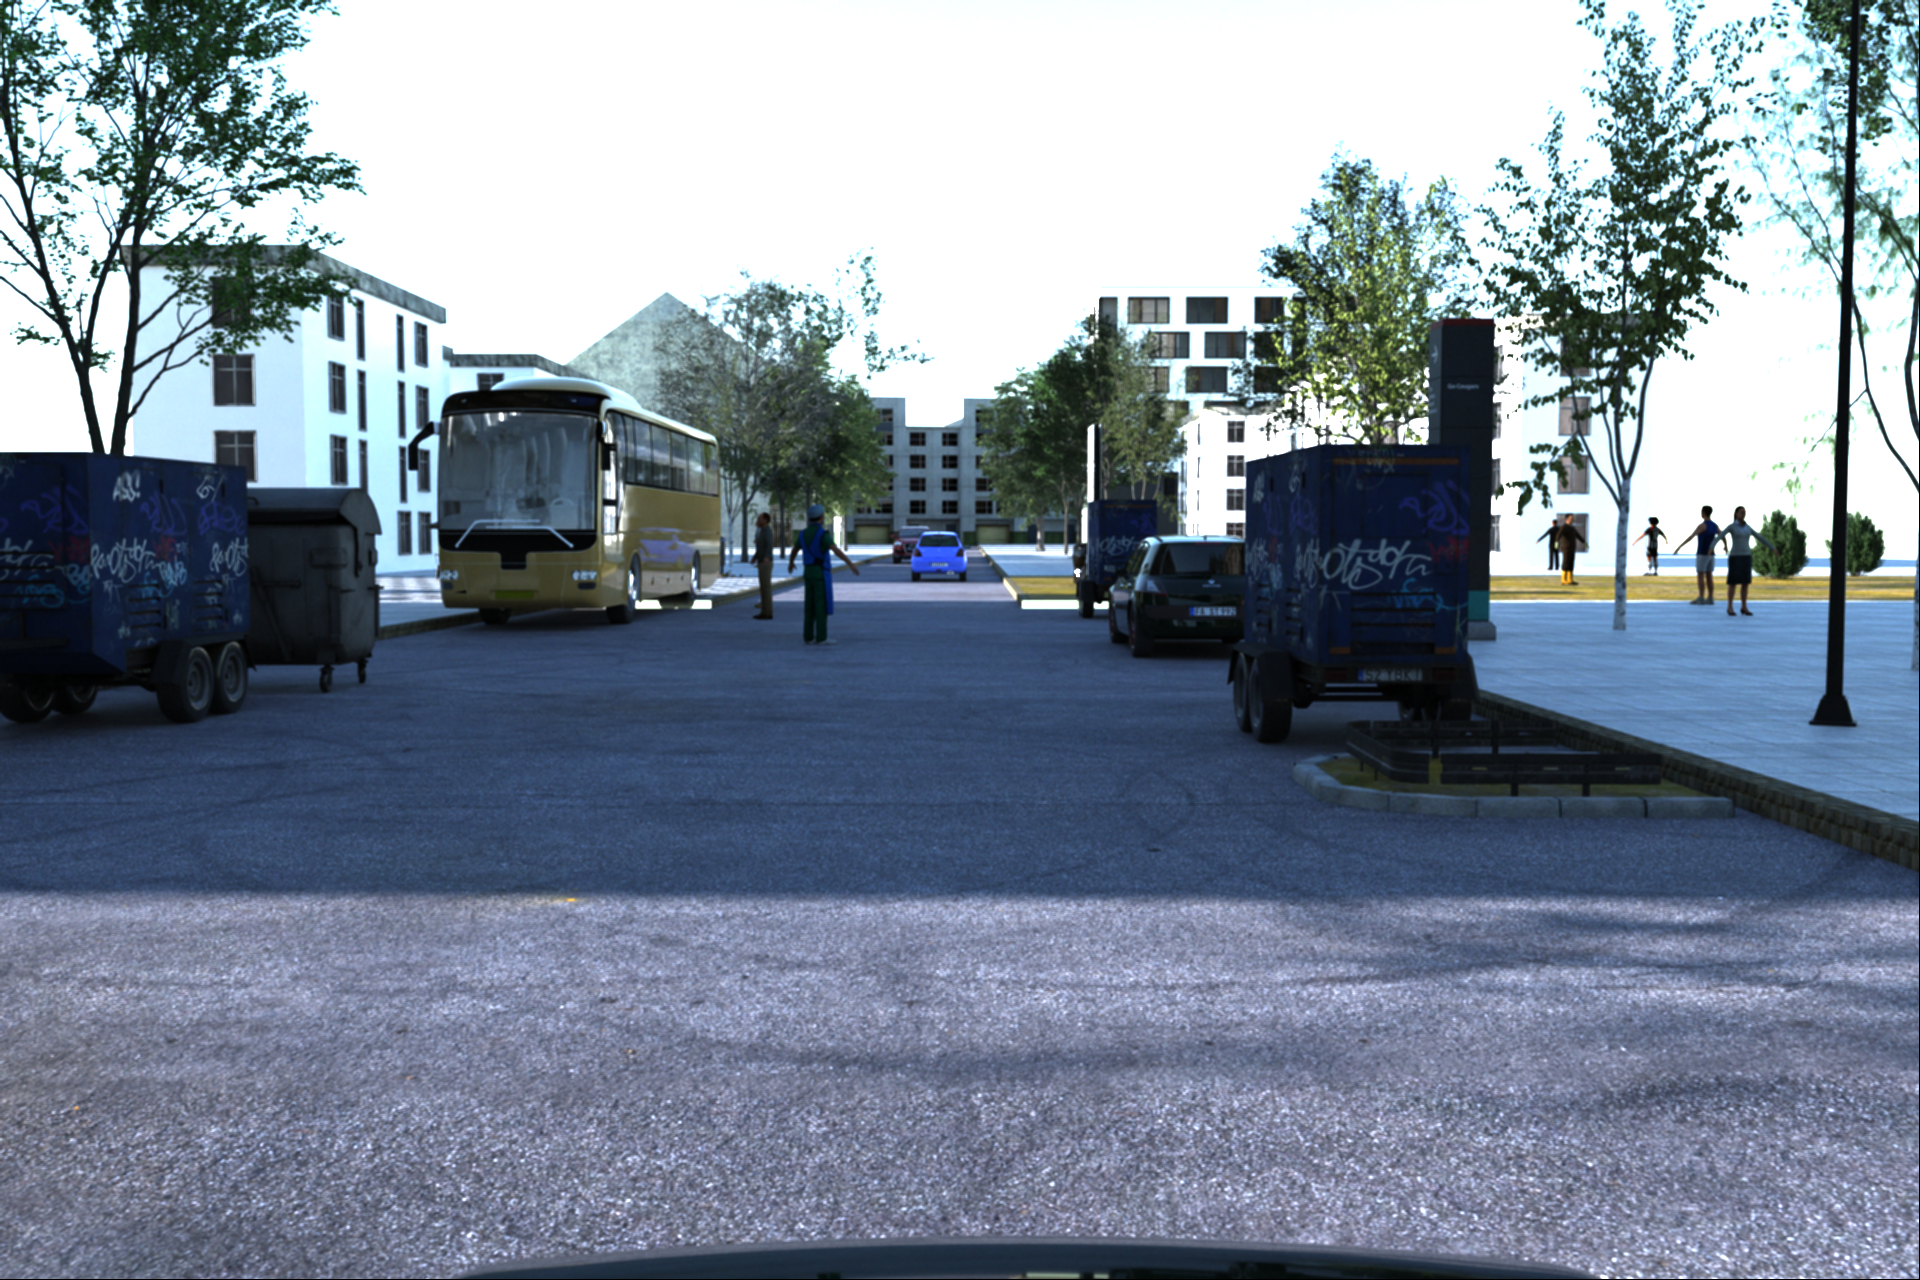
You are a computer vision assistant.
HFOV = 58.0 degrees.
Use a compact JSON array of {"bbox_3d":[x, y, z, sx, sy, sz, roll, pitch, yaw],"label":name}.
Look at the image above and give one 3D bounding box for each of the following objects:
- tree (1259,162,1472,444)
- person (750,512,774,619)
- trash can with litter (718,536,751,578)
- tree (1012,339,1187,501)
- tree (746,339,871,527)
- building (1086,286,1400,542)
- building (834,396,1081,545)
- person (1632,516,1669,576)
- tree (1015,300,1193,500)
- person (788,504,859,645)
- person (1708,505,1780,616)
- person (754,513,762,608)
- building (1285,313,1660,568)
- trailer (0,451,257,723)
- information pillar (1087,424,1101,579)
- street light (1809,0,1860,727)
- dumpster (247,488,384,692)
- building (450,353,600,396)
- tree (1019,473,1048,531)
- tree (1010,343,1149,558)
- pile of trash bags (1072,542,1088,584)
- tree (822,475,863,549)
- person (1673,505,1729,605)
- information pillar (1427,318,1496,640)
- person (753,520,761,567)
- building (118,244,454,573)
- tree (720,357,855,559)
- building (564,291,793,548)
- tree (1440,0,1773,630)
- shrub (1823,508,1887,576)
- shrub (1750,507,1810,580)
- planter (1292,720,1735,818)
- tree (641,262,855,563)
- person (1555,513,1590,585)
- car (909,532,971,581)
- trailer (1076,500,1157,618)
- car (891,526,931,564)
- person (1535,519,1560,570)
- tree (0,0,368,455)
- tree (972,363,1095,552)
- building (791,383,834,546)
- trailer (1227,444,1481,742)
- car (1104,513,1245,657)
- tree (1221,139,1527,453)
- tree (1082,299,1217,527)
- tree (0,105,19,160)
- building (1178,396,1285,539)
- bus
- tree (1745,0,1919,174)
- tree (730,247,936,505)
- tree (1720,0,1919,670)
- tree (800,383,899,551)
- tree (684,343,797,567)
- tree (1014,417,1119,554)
[{"bbox_3d":[8.222,-5.110,33.914,4.737,8.622,4.395,0,3,0],"label":"tree"},{"bbox_3d":[-3.315,-1.253,29.220,0.705,1.796,1.348,-1,4,-16],"label":"person"},{"bbox_3d":[-6.974,-2.488,51.735,1.678,1.210,2.233,0,4,1],"label":"trash can with litter"},{"bbox_3d":[6.366,-8.912,80.121,8.767,10.594,7.601,1,4,10],"label":"tree"},{"bbox_3d":[-8.826,-11.159,100.580,7.486,12.596,7.792,0,3,0],"label":"tree"},{"bbox_3d":[25.432,-19.278,159.171,27.936,21.610,32.646,0,4,0],"label":"building"},{"bbox_3d":[-1.000,-22.132,230.768,31.486,18.905,16.747,-1,4,-9],"label":"building"},{"bbox_3d":[21.360,-2.894,53.465,1.345,1.843,0.704,-1,4,-18],"label":"person"},{"bbox_3d":[5.740,-8.291,69.966,7.601,10.594,8.767,-1,4,-12],"label":"tree"},{"bbox_3d":[-1.840,-0.854,22.549,1.347,1.817,0.704,3,5,45],"label":"person"},{"bbox_3d":[12.330,-1.251,27.289,1.217,1.735,0.721,-1,4,-9],"label":"person"},{"bbox_3d":[-3.856,-1.558,33.791,0.705,1.847,1.347,-1,4,-10],"label":"person"},{"bbox_3d":[21.978,-8.420,79.822,9.099,9.664,28.070,0,3,0],"label":"building"},{"bbox_3d":[-6.499,-0.348,12.739,1.471,1.999,3.904,0,3,0],"label":"trailer"},{"bbox_3d":[2.924,-2.838,37.711,0.184,3.620,1.656,0,3,0],"label":"information pillar"},{"bbox_3d":[6.447,-2.384,11.521,1.470,5.913,1.316,0,3,0],"label":"street light"},{"bbox_3d":[-6.446,-0.482,16.092,1.865,1.857,1.264,0,3,0],"label":"dumpster"},{"bbox_3d":[-24.189,-9.325,94.616,9.099,9.664,28.070,0,3,0],"label":"building"},{"bbox_3d":[6.215,-11.598,139.985,4.737,8.622,4.395,0,3,0],"label":"tree"},{"bbox_3d":[6.377,-10.169,92.022,9.928,11.665,9.643,0,3,0],"label":"tree"},{"bbox_3d":[3.860,-2.152,44.933,1.912,1.369,3.447,0,4,1],"label":"pile of trash bags"},{"bbox_3d":[-9.503,-11.343,135.820,4.360,8.622,3.978,0,3,0],"label":"tree"},{"bbox_3d":[13.555,-1.552,31.539,1.345,1.807,0.704,-2,4,-26],"label":"person"},{"bbox_3d":[6.089,-1.942,21.132,0.750,3.857,0.750,0,4,1],"label":"information pillar"},{"bbox_3d":[-7.780,-3.722,66.707,0.705,1.847,1.347,-1,4,-12],"label":"person"},{"bbox_3d":[-23.571,-7.474,64.346,9.099,9.664,28.070,0,4,0],"label":"building"},{"bbox_3d":[-9.068,-9.536,90.322,8.767,10.594,7.601,2,4,28],"label":"tree"},{"bbox_3d":[-26.347,-20.493,165.983,19.493,23.208,18.063,0,4,1],"label":"building"},{"bbox_3d":[8.833,-4.457,23.237,4.737,8.622,4.395,0,3,0],"label":"tree"},{"bbox_3d":[27.213,-2.972,52.641,1.661,2.075,1.752,0,3,0],"label":"shrub"},{"bbox_3d":[23.035,-2.734,48.740,1.661,2.075,1.752,0,3,0],"label":"shrub"},{"bbox_3d":[2.935,0.697,9.747,1.991,0.319,1.994,0,4,1],"label":"planter"},{"bbox_3d":[-9.586,-10.217,77.419,12.009,13.543,11.850,0,3,0],"label":"tree"},{"bbox_3d":[15.410,-2.301,43.756,1.346,1.812,0.704,-3,4,-36],"label":"person"},{"bbox_3d":[-0.636,-2.698,53.706,1.945,1.707,3.694,0,4,0],"label":"car"},{"bbox_3d":[2.786,-1.440,30.601,1.471,1.999,3.904,0,4,0],"label":"trailer"},{"bbox_3d":[-2.228,-4.681,85.215,2.281,1.827,5.304,0,3,0],"label":"car"},{"bbox_3d":[21.061,-3.376,61.430,1.346,1.802,0.704,-1,4,-13],"label":"person"},{"bbox_3d":[-12.986,-6.139,26.130,9.928,11.665,9.643,0,3,0],"label":"tree"},{"bbox_3d":[5.770,-13.406,125.839,9.857,13.997,8.962,0,3,0],"label":"tree"},{"bbox_3d":[-24.219,-20.627,203.709,16.747,18.905,31.486,0,4,-1],"label":"building"},{"bbox_3d":[2.731,-0.360,12.939,1.471,1.999,3.904,0,4,-1],"label":"trailer"},{"bbox_3d":[2.840,-0.719,21.551,2.009,1.686,4.222,0,4,0],"label":"car"},{"bbox_3d":[9.799,-6.556,41.607,7.601,10.594,8.767,0,4,5],"label":"tree"},{"bbox_3d":[5.629,-6.368,54.477,4.360,8.622,3.978,0,3,0],"label":"tree"},{"bbox_3d":[-12.270,-4.124,17.783,4.737,8.622,4.395,0,3,0],"label":"tree"},{"bbox_3d":[20.505,-10.514,114.048,9.099,9.664,28.070,0,4,0],"label":"building"},{"bbox_3d":[-6.401,-2.403,30.844,2.896,3.916,12.252,0,4,1],"label":"bus"},{"bbox_3d":[24.759,-11.210,39.171,12.611,20.169,13.585,0,3,0],"label":"tree"},{"bbox_3d":[-8.318,-15.759,113.546,12.611,20.169,13.585,0,3,0],"label":"tree"},{"bbox_3d":[8.953,-4.008,15.894,4.360,8.622,3.978,0,3,0],"label":"tree"},{"bbox_3d":[-8.336,-12.866,128.484,7.486,12.596,7.792,0,3,0],"label":"tree"},{"bbox_3d":[-9.092,-7.159,67.413,4.360,8.622,3.978,0,3,0],"label":"tree"},{"bbox_3d":[6.980,-10.695,109.282,7.601,10.594,8.767,-3,4,-36],"label":"tree"}]
